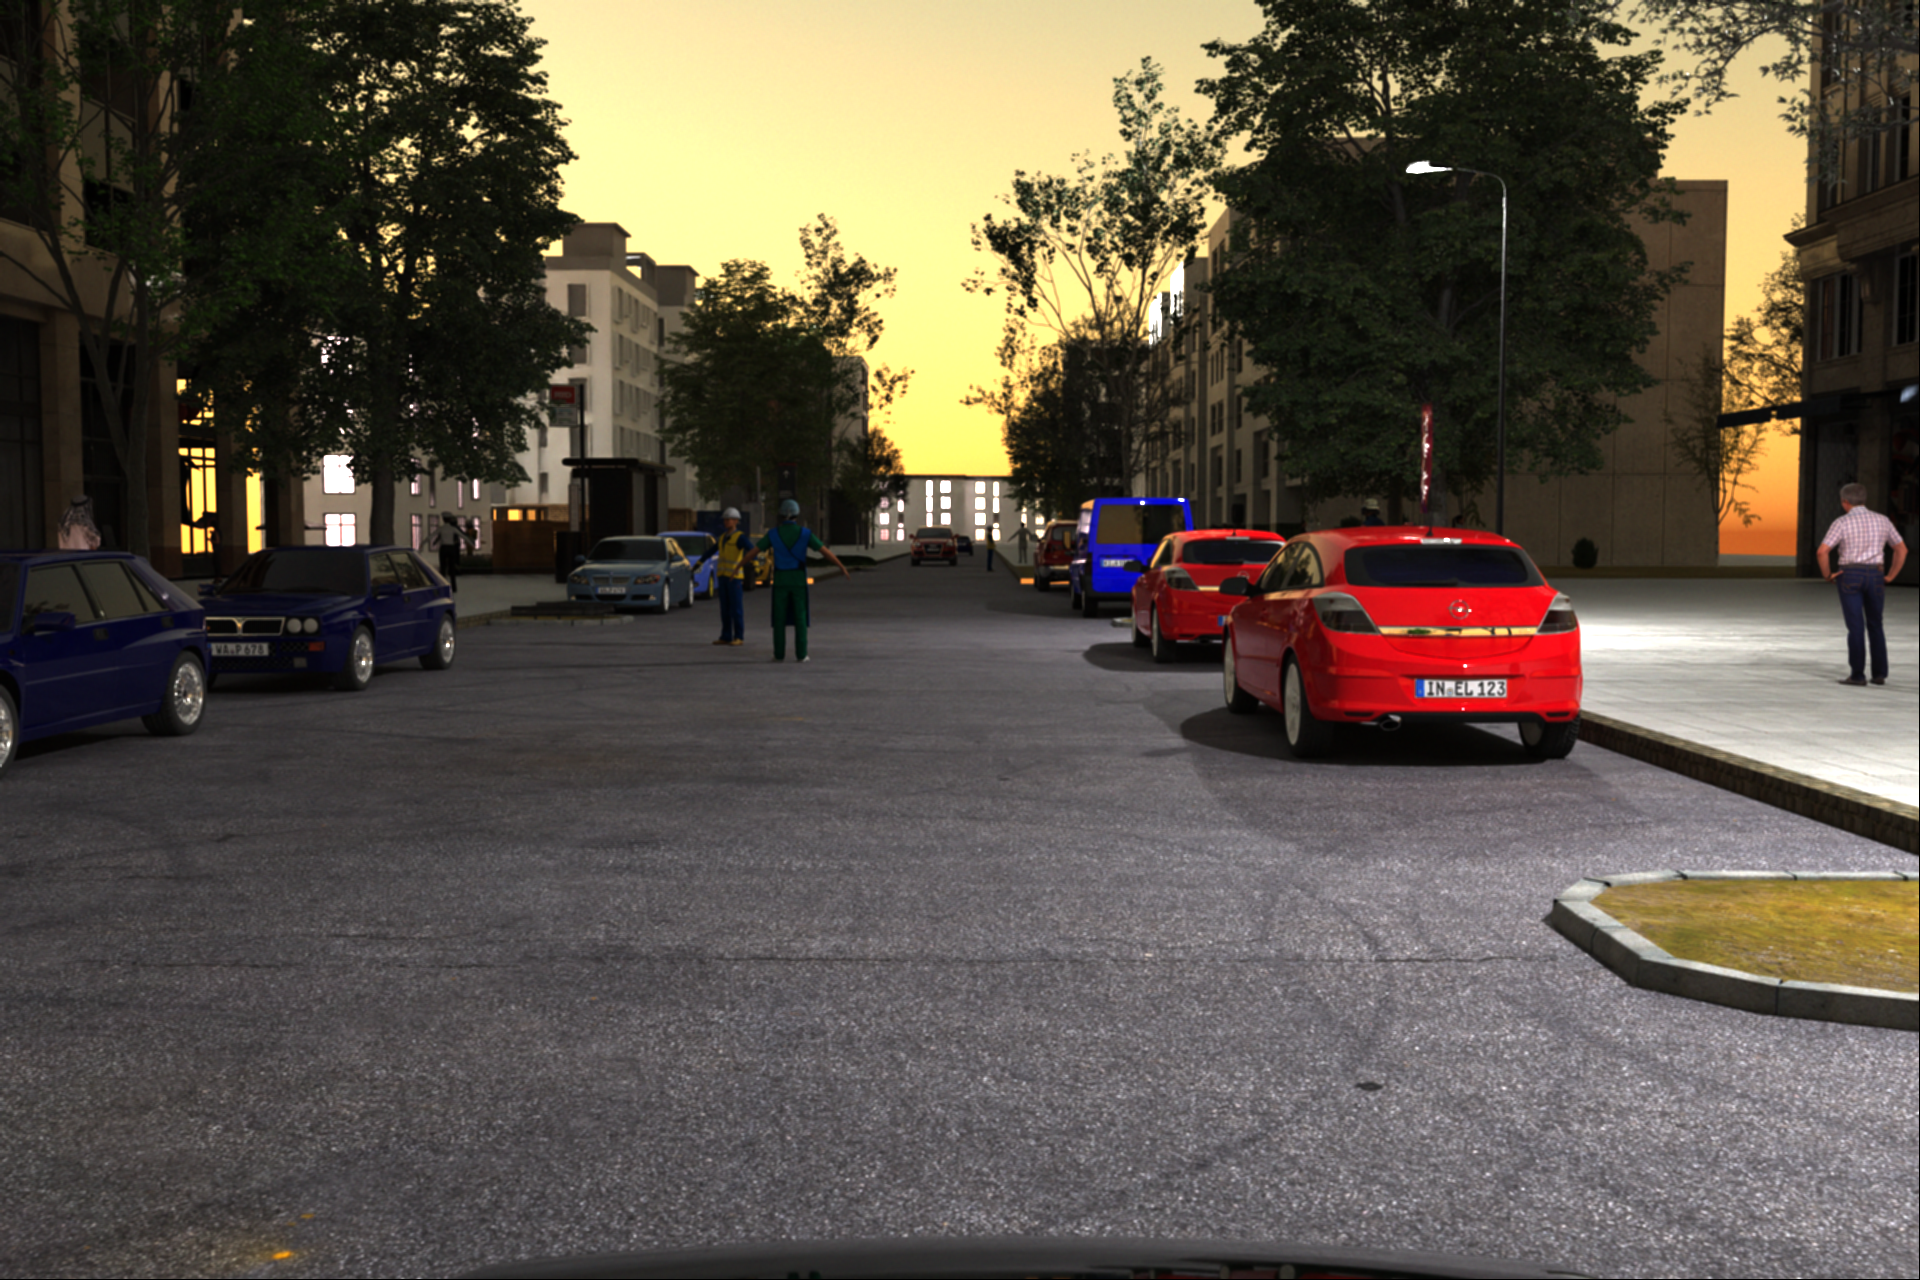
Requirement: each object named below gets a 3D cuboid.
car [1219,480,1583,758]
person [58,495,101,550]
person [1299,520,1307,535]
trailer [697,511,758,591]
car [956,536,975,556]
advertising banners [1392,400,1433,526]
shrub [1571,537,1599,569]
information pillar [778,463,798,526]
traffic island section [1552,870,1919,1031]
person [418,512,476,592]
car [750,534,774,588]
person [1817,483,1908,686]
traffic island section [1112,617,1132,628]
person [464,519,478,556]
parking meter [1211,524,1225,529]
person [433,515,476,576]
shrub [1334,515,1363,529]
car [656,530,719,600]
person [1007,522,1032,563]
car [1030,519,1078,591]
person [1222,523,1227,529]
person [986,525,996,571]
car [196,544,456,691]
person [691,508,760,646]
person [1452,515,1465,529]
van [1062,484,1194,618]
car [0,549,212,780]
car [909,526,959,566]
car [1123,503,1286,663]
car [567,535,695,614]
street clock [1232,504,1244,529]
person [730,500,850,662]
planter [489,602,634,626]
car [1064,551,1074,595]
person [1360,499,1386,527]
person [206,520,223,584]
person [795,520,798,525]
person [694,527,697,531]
[{"bbox_3d":[3.026,-0.216,12.572,2.155,1.783,4.494,0,4,0],"label":"car"},{"bbox_3d":[-10.327,-0.833,20.330,0.551,1.740,0.621,1,4,11],"label":"person"},{"bbox_3d":[13.127,-3.666,66.082,0.704,1.812,1.346,0,4,6],"label":"person"},{"bbox_3d":[-5.937,-2.201,43.033,1.471,1.999,3.904,0,4,0],"label":"trailer"},{"bbox_3d":[0.018,-6.311,115.768,1.945,1.354,3.894,0,4,0],"label":"car"},{"bbox_3d":[6.170,-1.686,23.749,0.090,3.025,2.074,0,4,0],"label":"advertising banners"},{"bbox_3d":[22.856,-3.195,63.358,1.383,1.207,1.383,0,3,0],"label":"shrub"},{"bbox_3d":[-6.301,-4.527,63.389,0.750,3.857,0.750,0,4,2],"label":"information pillar"},{"bbox_3d":[3.157,1.034,5.953,1.991,0.108,1.994,0,4,1],"label":"traffic island section"},{"bbox_3d":[-11.297,-1.938,38.148,1.216,1.778,0.721,-1,4,-18],"label":"person"},{"bbox_3d":[-5.895,-2.277,47.455,2.015,1.641,3.980,0,4,0],"label":"car"},{"bbox_3d":[7.620,-0.474,14.725,0.756,1.711,0.436,0,4,7],"label":"person"},{"bbox_3d":[3.394,-0.260,27.117,1.991,0.108,1.994,0,4,1],"label":"traffic island section"},{"bbox_3d":[-18.901,-3.726,66.694,0.705,1.858,1.354,-2,4,-24],"label":"person"},{"bbox_3d":[6.700,-2.235,44.952,0.372,1.533,0.369,0,3,0],"label":"parking meter"},{"bbox_3d":[-15.539,-2.898,53.162,1.354,1.856,0.705,0,4,3],"label":"person"},{"bbox_3d":[14.296,-3.594,63.176,1.690,2.028,1.600,0,3,0],"label":"shrub"},{"bbox_3d":[-6.210,-1.786,38.786,1.945,1.707,3.694,0,4,1],"label":"car"},{"bbox_3d":[2.744,-4.268,75.966,1.347,1.806,0.705,-1,4,-19],"label":"person"},{"bbox_3d":[2.968,-2.211,44.823,2.281,1.827,5.304,0,4,1],"label":"car"},{"bbox_3d":[12.577,-4.661,82.338,1.348,1.813,0.705,-3,4,-36],"label":"person"},{"bbox_3d":[1.234,-3.518,66.443,0.721,1.772,1.216,0,4,-6],"label":"person"},{"bbox_3d":[-6.281,-0.271,17.017,1.945,1.354,3.894,0,4,1],"label":"car"},{"bbox_3d":[-3.010,-0.819,22.320,1.216,1.772,0.721,3,4,39],"label":"person"},{"bbox_3d":[11.826,-2.072,40.708,0.721,1.735,1.217,1,4,12],"label":"person"},{"bbox_3d":[3.050,-1.648,31.323,2.240,2.365,5.245,0,4,-1],"label":"van"},{"bbox_3d":[-6.351,0.094,11.042,1.945,1.354,3.894,0,4,1],"label":"car"},{"bbox_3d":[-1.162,-4.318,79.277,2.281,1.827,5.304,0,4,1],"label":"car"},{"bbox_3d":[3.063,-0.711,20.663,2.155,1.783,4.494,0,4,1],"label":"car"},{"bbox_3d":[-6.091,-1.250,32.442,2.014,1.417,4.499,0,4,0],"label":"car"},{"bbox_3d":[6.620,-2.246,41.298,0.358,2.002,0.471,0,4,0],"label":"street clock"},{"bbox_3d":[-1.906,-0.663,19.422,1.347,1.817,0.704,0,4,-5],"label":"person"},{"bbox_3d":[-6.369,-0.423,28.064,1.991,0.319,1.994,0,4,1],"label":"planter"},{"bbox_3d":[3.418,-1.827,39.653,2.009,1.686,4.222,0,4,1],"label":"car"},{"bbox_3d":[6.550,-1.339,27.766,1.351,1.845,0.704,-3,5,-43],"label":"person"},{"bbox_3d":[-19.035,-2.243,44.188,0.593,1.643,0.415,2,4,33],"label":"person"},{"bbox_3d":[-5.053,-2.874,53.792,0.721,1.733,1.217,-2,4,-30],"label":"person"},{"bbox_3d":[-7.667,-2.769,51.200,1.347,1.837,0.705,3,4,36],"label":"person"}]
